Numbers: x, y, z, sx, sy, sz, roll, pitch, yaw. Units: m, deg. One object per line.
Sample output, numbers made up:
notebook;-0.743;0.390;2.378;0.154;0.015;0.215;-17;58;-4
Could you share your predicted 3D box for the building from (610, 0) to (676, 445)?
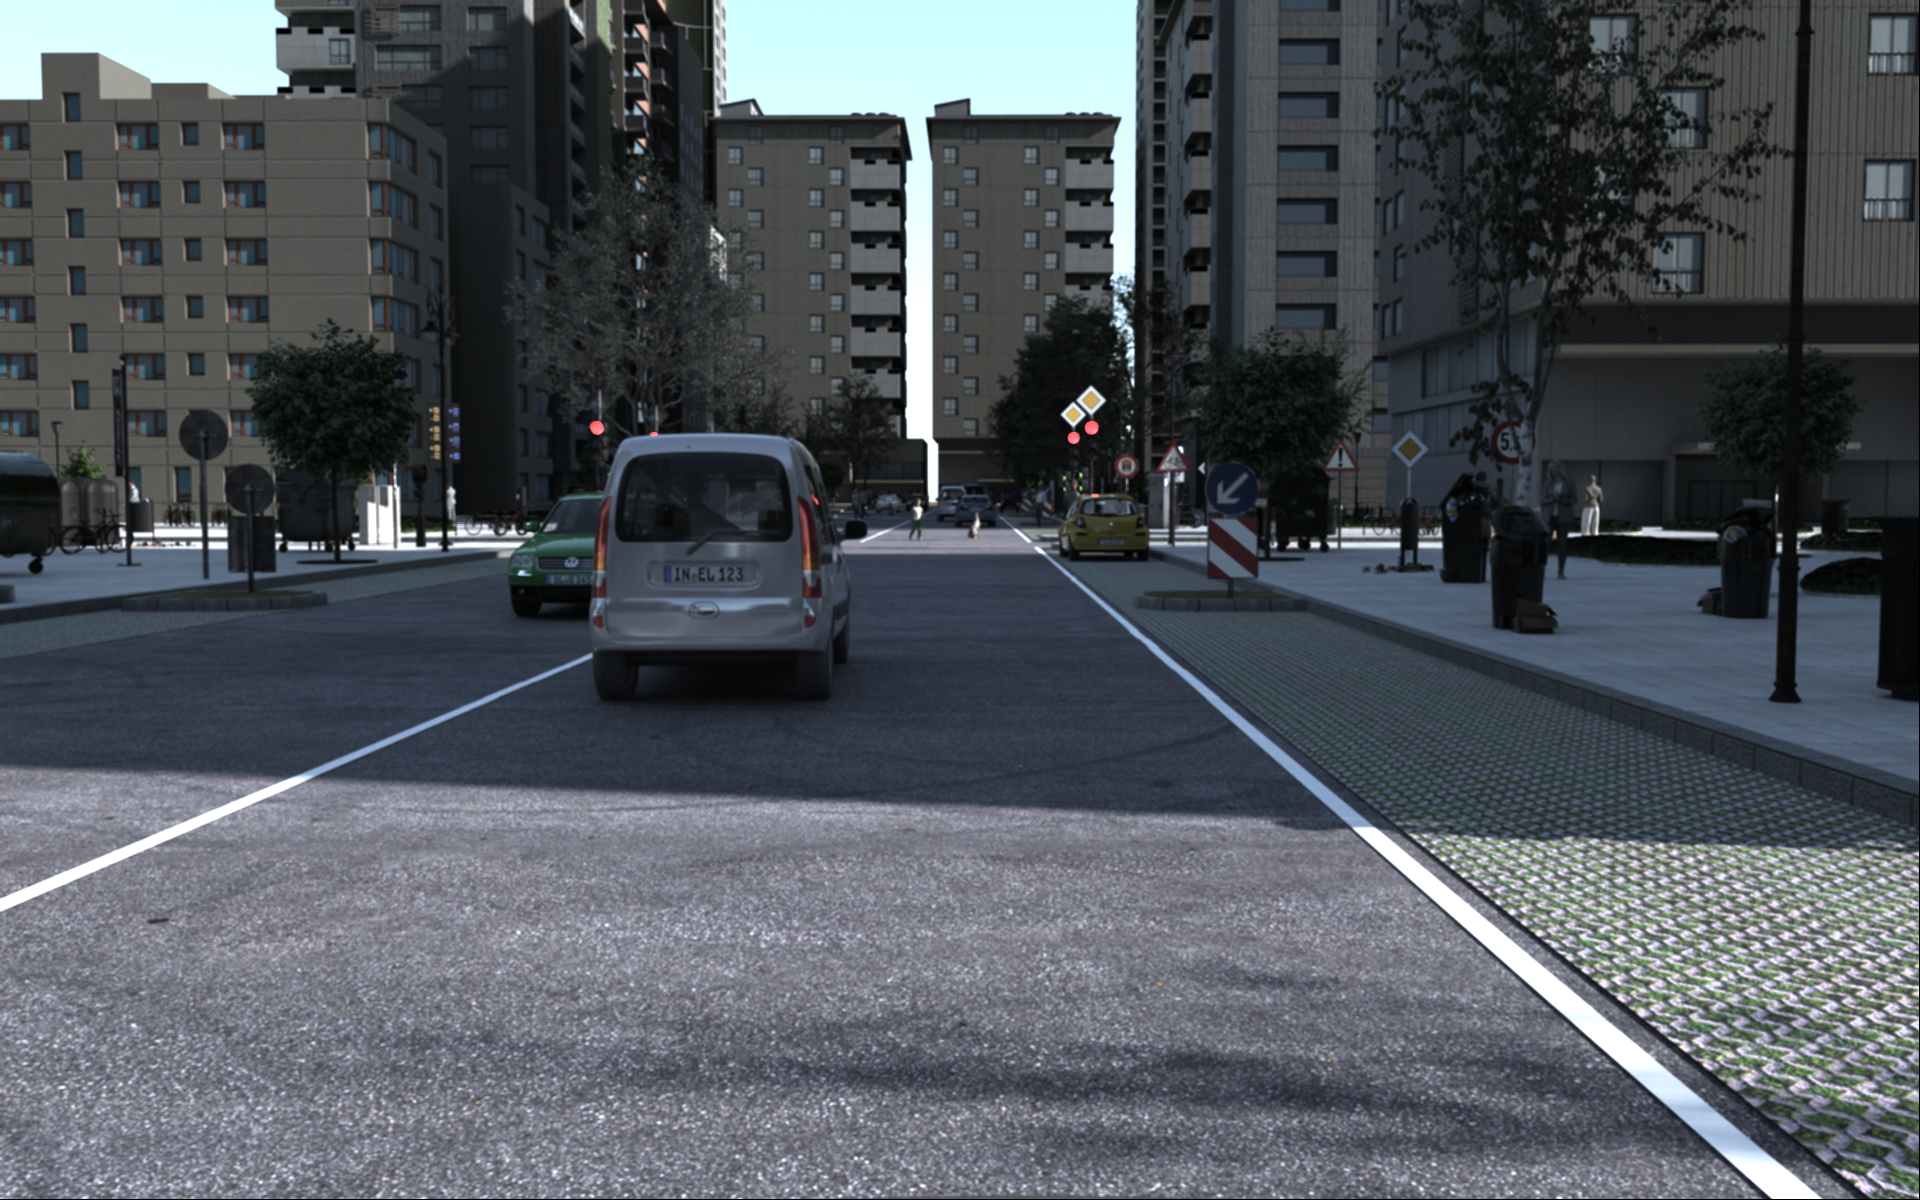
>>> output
building;-35.715;-29.812;142.058;22.147;44.769;28.867;0;4;0

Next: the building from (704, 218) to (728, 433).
building;-32.001;-25.124;182.484;14.107;30.474;14.160;0;4;0

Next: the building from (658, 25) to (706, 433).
building;-32.165;-31.425;163.908;14.600;45.320;14.200;0;4;0

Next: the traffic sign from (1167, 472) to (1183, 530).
traffic sign;7.696;-3.658;61.936;0.606;2.300;0.079;0;4;7

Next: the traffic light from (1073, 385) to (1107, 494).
traffic light;3.359;-3.414;44.745;0.839;4.253;0.868;0;4;0

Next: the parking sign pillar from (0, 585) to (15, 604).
parking sign pillar;-11.938;-1.944;20.260;1.447;3.967;1.447;3;5;41

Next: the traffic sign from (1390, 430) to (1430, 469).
traffic sign;9.228;-2.188;35.502;0.795;2.593;0.064;0;4;3

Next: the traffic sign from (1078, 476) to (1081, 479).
traffic sign;7.822;-6.875;112.410;0.884;2.594;0.081;0;4;3

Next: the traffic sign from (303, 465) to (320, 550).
traffic sign;-14.718;-2.427;39.688;0.884;2.594;0.081;1;4;10

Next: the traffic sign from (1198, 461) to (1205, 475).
traffic sign;8.856;-3.779;61.514;0.795;2.593;0.064;1;4;10

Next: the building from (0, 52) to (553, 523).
building;-38.705;-15.014;90.525;27.650;21.520;28.899;0;4;0

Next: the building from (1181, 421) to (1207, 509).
building;31.833;-50.876;144.497;22.319;86.520;31.000;0;4;0

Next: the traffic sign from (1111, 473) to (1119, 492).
traffic sign;8.449;-5.665;92.629;0.884;2.594;0.081;0;4;7

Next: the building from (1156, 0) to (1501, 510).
building;35.447;-35.817;174.849;28.713;52.752;27.495;0;4;0

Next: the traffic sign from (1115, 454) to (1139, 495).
traffic sign;5.299;-3.366;55.136;0.768;2.556;0.104;0;4;6

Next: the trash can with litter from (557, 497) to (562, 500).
trash can with litter;-14.817;-3.335;65.915;1.055;1.170;0.624;1;4;13

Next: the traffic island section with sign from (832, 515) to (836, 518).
traffic island section with sign;-8.531;-5.898;105.063;1.989;1.847;2.006;0;4;0

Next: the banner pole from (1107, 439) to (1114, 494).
banner pole;6.844;-5.423;78.679;0.401;3.779;0.863;-1;4;-18

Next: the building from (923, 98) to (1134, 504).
building;9.402;-39.741;238.997;27.495;52.752;28.713;0;4;0

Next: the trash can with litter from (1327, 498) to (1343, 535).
trash can with litter;11.333;-2.594;53.802;1.055;1.170;0.624;-2;4;-34

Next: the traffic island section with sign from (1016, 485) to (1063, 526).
traffic island section with sign;3.673;-4.236;77.878;1.989;1.847;2.006;0;4;0

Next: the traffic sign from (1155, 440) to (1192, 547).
traffic sign;5.163;-2.561;41.872;0.884;2.594;0.081;0;4;5

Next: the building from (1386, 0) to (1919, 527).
building;35.060;-29.872;77.651;27.495;52.752;28.713;0;4;0

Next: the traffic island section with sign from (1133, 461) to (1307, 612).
traffic island section with sign;3.222;-0.813;21.916;1.989;1.847;2.006;0;4;0

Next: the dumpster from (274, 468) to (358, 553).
dumpster;-14.313;-2.005;38.535;1.264;1.857;1.865;0;4;0

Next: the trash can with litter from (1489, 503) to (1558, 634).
trash can with litter;5.371;-0.300;16.290;0.624;1.170;1.055;0;4;-1

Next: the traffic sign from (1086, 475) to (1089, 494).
traffic sign;6.505;-5.321;89.130;0.606;2.300;0.079;0;4;8

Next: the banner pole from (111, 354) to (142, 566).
banner pole;-14.881;-2.492;30.757;0.401;3.779;0.863;-1;4;-9

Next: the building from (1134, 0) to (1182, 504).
building;34.790;-48.706;234.597;20.611;71.187;20.563;0;4;0

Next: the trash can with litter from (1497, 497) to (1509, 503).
trash can with litter;17.601;-2.784;56.910;1.055;1.170;0.624;-2;4;-33

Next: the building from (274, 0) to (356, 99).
building;-52.854;-35.852;175.414;27.495;52.752;28.713;0;4;0

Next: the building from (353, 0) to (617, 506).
building;-32.219;-26.649;119.310;14.154;41.232;14.086;0;4;0

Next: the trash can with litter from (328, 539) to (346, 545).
trash can with litter;-15.672;-1.972;43.635;0.624;1.170;1.055;-1;4;-16

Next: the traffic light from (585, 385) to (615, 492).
traffic light;-9.302;-3.420;44.830;0.839;4.253;0.868;0;4;0

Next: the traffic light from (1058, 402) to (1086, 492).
traffic light;3.423;-3.903;52.730;0.839;4.253;0.868;0;4;0

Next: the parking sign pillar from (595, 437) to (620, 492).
parking sign pillar;-14.511;-5.119;72.169;1.447;3.967;1.447;0;4;6

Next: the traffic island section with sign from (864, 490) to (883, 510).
traffic island section with sign;-8.128;-8.934;154.704;1.989;1.847;2.006;0;4;0

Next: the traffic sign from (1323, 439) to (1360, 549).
traffic sign;8.865;-2.471;40.408;0.884;2.594;0.081;1;4;9

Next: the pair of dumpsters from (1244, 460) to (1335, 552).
pair of dumpsters;7.492;-2.294;40.003;1.574;2.255;4.437;0;4;1

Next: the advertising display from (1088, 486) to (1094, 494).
advertising display;6.853;-5.317;92.148;0.123;1.923;0.974;-2;4;-24

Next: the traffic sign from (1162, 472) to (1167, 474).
traffic sign;10.588;-5.390;88.230;0.768;2.556;0.104;0;4;5

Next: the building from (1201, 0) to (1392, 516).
building;27.027;-34.902;112.647;21.231;58.520;28.212;0;4;0

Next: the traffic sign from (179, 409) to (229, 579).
traffic sign;-11.394;-1.590;26.101;0.768;2.556;0.104;0;4;5

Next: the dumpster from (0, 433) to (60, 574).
dumpster;-15.292;-1.501;27.035;1.502;2.255;1.985;0;4;1

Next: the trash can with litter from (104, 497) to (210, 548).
trash can with litter;-19.596;-1.914;42.349;2.233;1.210;1.678;-1;4;-15

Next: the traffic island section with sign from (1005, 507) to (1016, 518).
traffic island section with sign;3.878;-5.884;104.833;1.989;1.847;2.006;0;4;0

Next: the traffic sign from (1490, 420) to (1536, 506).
traffic sign;9.462;-1.811;29.712;0.768;2.556;0.104;0;4;5

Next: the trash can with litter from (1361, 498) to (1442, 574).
trash can with litter;7.227;-1.089;28.864;1.678;1.210;2.233;3;4;38

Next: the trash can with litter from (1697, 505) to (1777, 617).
trash can with litter;8.108;-0.419;18.233;0.624;1.170;1.055;0;4;-4

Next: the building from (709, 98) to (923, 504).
building;-18.555;-39.754;239.209;27.495;52.752;28.713;0;4;0

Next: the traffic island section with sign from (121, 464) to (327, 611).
traffic island section with sign;-9.201;-0.816;21.962;1.989;1.847;2.006;0;4;0

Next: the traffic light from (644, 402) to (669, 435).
traffic light;-9.238;-3.908;52.815;0.839;4.253;0.868;0;4;0

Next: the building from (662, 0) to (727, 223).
building;-42.917;-48.654;233.752;20.611;71.187;20.563;0;4;0

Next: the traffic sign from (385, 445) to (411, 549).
traffic sign;-13.248;-2.475;40.577;0.768;2.556;0.104;0;4;3
